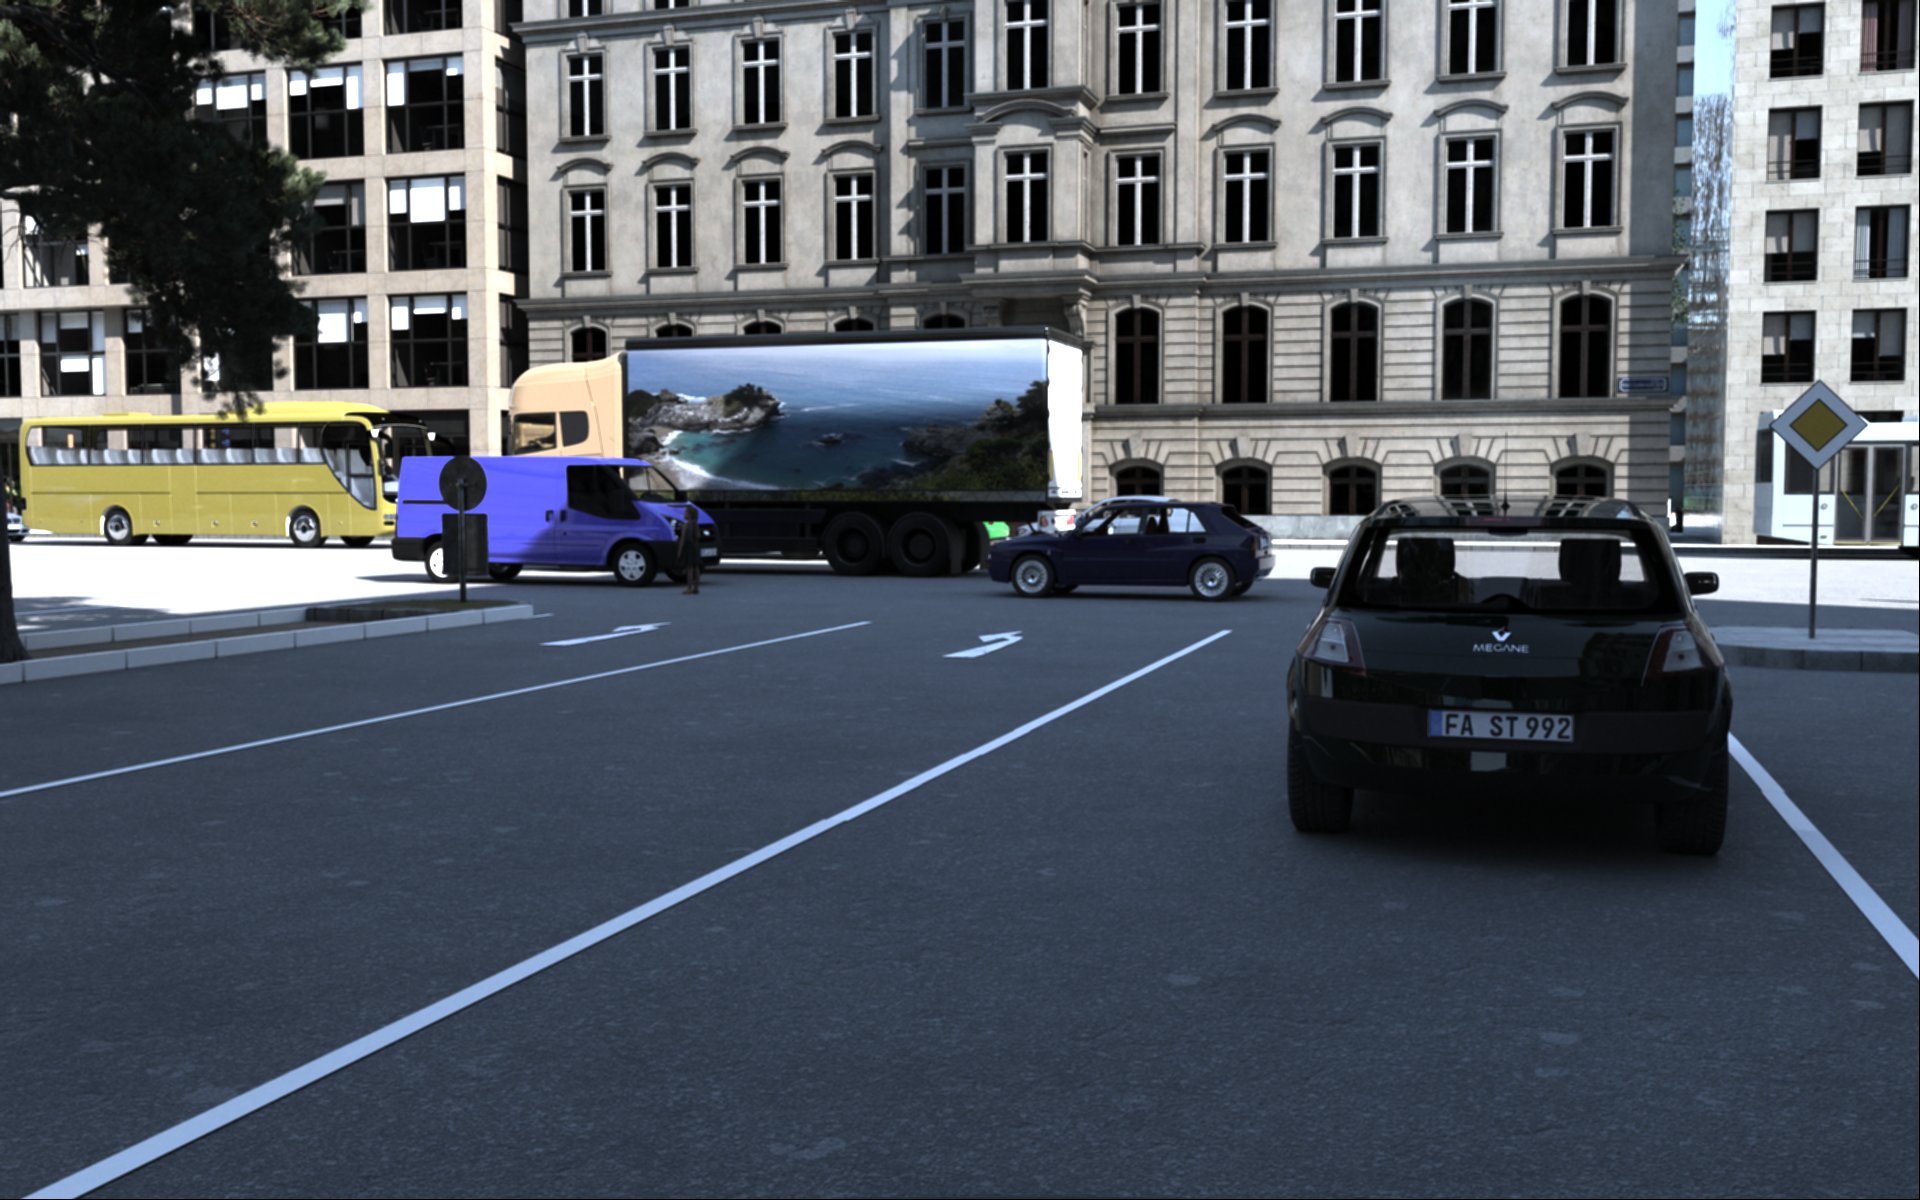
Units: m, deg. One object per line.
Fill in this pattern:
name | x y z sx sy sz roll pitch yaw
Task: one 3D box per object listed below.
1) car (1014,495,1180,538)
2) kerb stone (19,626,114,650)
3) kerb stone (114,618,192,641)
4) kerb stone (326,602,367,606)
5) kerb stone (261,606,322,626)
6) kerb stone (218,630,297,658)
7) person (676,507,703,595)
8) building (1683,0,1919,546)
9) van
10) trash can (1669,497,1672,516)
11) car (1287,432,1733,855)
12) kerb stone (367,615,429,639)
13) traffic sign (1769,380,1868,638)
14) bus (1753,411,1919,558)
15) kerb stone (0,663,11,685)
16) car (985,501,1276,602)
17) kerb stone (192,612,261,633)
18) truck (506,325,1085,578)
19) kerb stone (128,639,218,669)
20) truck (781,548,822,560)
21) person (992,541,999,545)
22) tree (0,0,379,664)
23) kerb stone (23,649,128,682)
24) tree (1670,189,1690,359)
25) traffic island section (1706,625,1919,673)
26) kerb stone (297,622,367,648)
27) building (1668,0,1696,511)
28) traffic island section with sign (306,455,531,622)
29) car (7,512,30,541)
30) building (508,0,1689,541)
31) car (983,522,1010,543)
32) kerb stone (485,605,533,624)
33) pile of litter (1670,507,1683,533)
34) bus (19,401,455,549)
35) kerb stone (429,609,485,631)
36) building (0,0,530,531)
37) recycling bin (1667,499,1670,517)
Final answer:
car | 3.315 -1.463 35.924 4.499 1.417 2.014 1 4 18
kerb stone | -8.405 0.364 16.269 0.120 0.150 1.000 1 4 18
kerb stone | -8.087 0.303 17.247 0.120 0.150 1.000 1 4 18
kerb stone | -7.161 0.123 20.183 0.120 0.150 1.000 1 4 18
kerb stone | -7.467 0.183 19.204 0.120 0.150 1.000 1 4 18
kerb stone | -6.398 0.401 15.641 0.120 0.150 1.000 1 4 18
person | -3.881 -0.708 24.746 0.373 1.253 0.362 3 4 37
building | 28.728 -11.654 45.300 16.860 20.320 10.420 1 4 18
van | -6.410 -1.438 27.900 5.245 2.365 2.240 1 4 18
trash can | 39.353 -5.192 96.549 0.748 1.137 0.748 0 3 0
car | 2.661 0.082 8.441 2.009 1.686 4.222 1 4 18
kerb stone | -5.775 0.281 17.607 0.120 0.150 1.000 1 4 18
traffic sign | 7.576 -0.716 15.348 0.795 2.450 0.064 1 4 18
bus | 24.467 -2.590 37.208 13.247 3.499 2.948 1 4 16
kerb stone | -7.337 0.586 12.704 0.120 0.150 1.000 1 4 18
car | 2.382 -0.710 24.190 3.894 1.354 1.945 1 4 19
kerb stone | -7.781 0.246 18.227 0.120 0.150 1.000 1 4 18
truck | -3.495 -2.614 31.659 11.283 4.237 2.839 1 4 18
kerb stone | -6.712 0.462 14.659 0.120 0.150 1.000 1 4 18
truck | -5.099 -2.641 39.112 9.791 3.379 3.469 1 4 20
person | 1.002 -2.247 45.256 0.555 1.821 0.388 0 4 -6
tree | -8.203 -5.483 14.156 6.751 12.117 7.091 0 3 0
kerb stone | -7.022 0.521 13.680 0.120 0.150 1.000 1 4 18
tree | 41.822 -15.434 108.234 12.611 20.169 13.585 0 3 0
traffic island section | 7.601 0.420 15.418 2.009 0.180 2.903 1 4 18
kerb stone | -6.087 0.341 16.620 0.120 0.150 1.000 1 4 18
building | 60.672 -31.386 132.768 23.786 49.044 30.456 1 4 18
traffic island section with sign | -6.087 -0.726 20.014 2.006 1.907 1.989 1 4 18
car | -30.292 -2.465 52.309 4.499 1.417 2.014 1 4 19
building | 3.910 -14.392 54.389 34.723 24.649 14.460 1 4 18
car | -1.138 -2.115 43.378 4.718 1.807 1.959 1 4 17
kerb stone | -5.145 0.164 19.572 0.120 0.150 1.000 1 4 18
pile of litter | 24.211 -2.684 57.845 1.176 0.858 1.719 -1 4 -20
bus | -19.908 -3.416 47.394 12.252 3.916 2.896 1 4 17
kerb stone | -5.460 0.220 18.593 0.120 0.150 1.000 1 4 18
building | -28.120 -16.125 68.165 34.151 26.468 19.350 1 4 18
recycling bin | 36.318 -4.727 89.843 0.722 1.027 0.722 -2 4 -29
